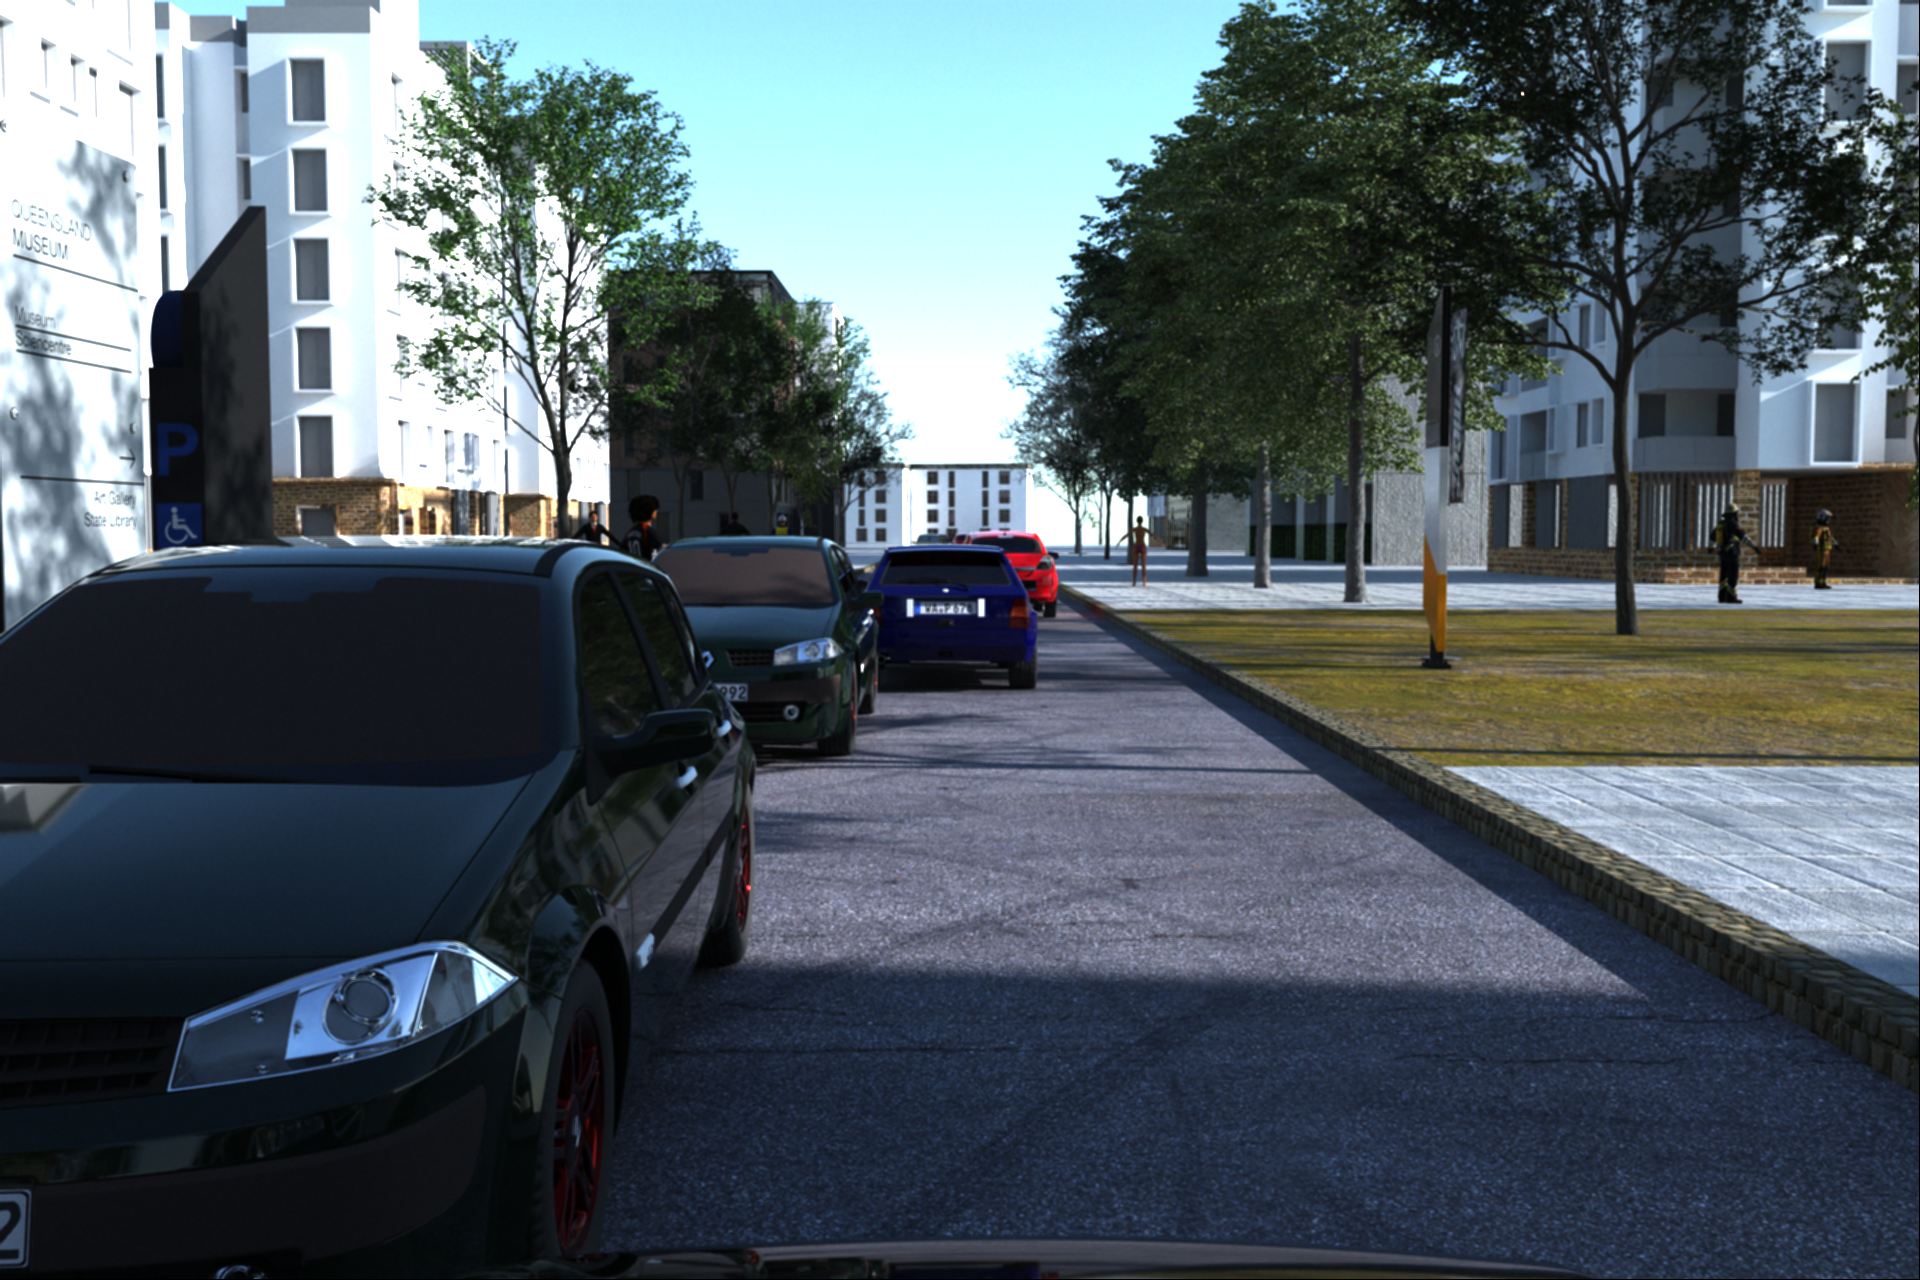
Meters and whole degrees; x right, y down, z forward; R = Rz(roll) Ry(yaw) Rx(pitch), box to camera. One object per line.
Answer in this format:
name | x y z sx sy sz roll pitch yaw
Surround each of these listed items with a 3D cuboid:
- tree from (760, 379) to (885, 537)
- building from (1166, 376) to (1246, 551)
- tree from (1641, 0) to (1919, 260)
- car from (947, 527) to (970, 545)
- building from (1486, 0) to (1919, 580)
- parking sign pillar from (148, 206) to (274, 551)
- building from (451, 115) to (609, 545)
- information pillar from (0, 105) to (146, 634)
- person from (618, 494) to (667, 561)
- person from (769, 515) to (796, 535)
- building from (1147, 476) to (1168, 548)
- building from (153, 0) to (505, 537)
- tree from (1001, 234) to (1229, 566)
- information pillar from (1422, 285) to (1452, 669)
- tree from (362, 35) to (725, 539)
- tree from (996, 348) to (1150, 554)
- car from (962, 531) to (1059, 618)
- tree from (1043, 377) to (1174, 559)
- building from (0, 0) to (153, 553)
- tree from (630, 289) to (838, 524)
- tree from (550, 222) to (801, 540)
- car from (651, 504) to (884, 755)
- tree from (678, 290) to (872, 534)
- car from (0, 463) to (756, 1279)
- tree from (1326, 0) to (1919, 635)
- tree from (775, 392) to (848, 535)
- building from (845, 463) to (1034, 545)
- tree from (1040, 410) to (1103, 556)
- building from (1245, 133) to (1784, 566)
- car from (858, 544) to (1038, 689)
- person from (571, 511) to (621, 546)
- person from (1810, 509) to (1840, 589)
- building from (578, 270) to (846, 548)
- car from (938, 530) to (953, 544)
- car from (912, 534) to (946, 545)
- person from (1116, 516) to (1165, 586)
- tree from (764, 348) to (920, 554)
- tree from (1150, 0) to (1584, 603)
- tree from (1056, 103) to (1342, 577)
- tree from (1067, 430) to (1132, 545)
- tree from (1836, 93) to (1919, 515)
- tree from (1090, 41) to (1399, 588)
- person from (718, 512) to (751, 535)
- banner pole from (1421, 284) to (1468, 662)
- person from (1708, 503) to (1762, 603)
tree | -8.121 -10.317 103.103 8.767 10.594 7.601 1 4 21
building | 26.875 -18.827 138.750 19.493 23.208 18.063 0 4 0
tree | 7.236 -4.591 9.481 8.767 10.594 7.601 3 5 40
car | 0.411 -4.840 88.169 2.155 1.783 4.494 0 4 0
building | 22.838 -12.237 56.497 16.016 20.090 11.380 0 4 0
parking sign pillar | -5.902 -1.543 13.694 1.447 3.967 1.447 0 3 0
building | -23.825 -13.658 79.730 16.016 20.090 11.380 0 4 1
information pillar | -5.319 -1.160 10.277 0.184 3.620 1.656 0 4 1
person | -3.145 -0.544 17.502 1.345 1.843 0.704 3 5 43
person | -4.556 -2.335 44.638 1.216 1.772 0.721 0 4 5
building | 23.583 -19.156 169.617 16.016 20.090 11.380 0 4 0
building | -23.456 -12.284 57.258 16.016 20.090 11.380 0 4 0
tree | 6.900 -9.811 70.780 12.009 13.543 11.850 0 3 0
information pillar | 4.568 -1.543 16.588 0.183 3.616 0.504 0 4 -2
tree | -8.523 -6.787 36.726 9.928 11.665 9.643 0 3 0
tree | 7.448 -12.278 111.119 12.009 13.543 11.850 0 3 0
car | 0.740 -1.351 31.137 2.155 1.783 4.494 0 4 -1
tree | 7.740 -9.357 87.406 7.601 10.594 8.767 -2 4 -28
building | -27.713 -10.980 35.943 16.016 20.090 11.380 0 4 1
tree | -8.200 -7.887 63.362 8.767 10.594 7.601 1 4 15
tree | -8.711 -7.235 52.707 8.767 10.594 7.601 0 4 6
car | -1.523 -0.163 12.450 2.009 1.686 4.222 0 4 0
tree | -7.819 -8.995 72.831 9.928 11.665 9.643 0 3 0
car | -1.550 0.329 4.411 2.009 1.686 4.222 0 4 0
tree | 8.207 -5.352 21.917 7.601 10.594 8.767 1 4 11
tree | -7.819 -8.437 88.309 4.737 8.622 4.395 0 3 0
building | -5.758 -15.898 204.539 28.070 9.664 9.099 1 4 10
tree | 7.052 -9.124 99.539 4.360 8.622 3.978 0 3 0
building | 25.018 -13.363 84.938 16.747 18.905 31.486 0 3 0
car | -0.172 -0.292 17.357 1.945 1.354 3.894 0 4 -1
person | -8.330 -2.034 39.436 1.347 1.806 0.705 -2 4 -24
person | 20.121 -2.115 40.346 1.354 1.858 0.705 -3 5 -42
building | -25.012 -18.756 150.634 27.936 21.610 32.646 0 4 0
car | -1.466 -6.472 115.597 2.009 1.686 4.222 0 4 0
car | -1.802 -5.593 101.662 2.015 1.641 3.980 0 4 0
person | 4.450 -2.202 42.812 1.217 1.733 0.721 1 4 11
tree | -7.766 -12.434 113.667 12.009 13.543 11.850 0 3 0
tree | 7.338 -6.948 31.731 7.486 12.596 7.792 0 3 0
tree | 7.166 -8.907 52.280 9.857 13.997 8.962 0 3 0
tree | 17.511 -21.443 206.478 12.611 20.169 13.585 0 3 0
tree | 15.381 -4.677 26.827 4.737 8.622 4.395 0 3 0
tree | 6.804 -7.502 40.786 7.486 12.596 7.792 0 3 0
person | -5.388 -2.162 41.569 1.346 1.802 0.704 1 4 9
banner pole | 4.900 -1.666 17.255 0.401 3.779 0.863 0 4 -1
person | 14.299 -1.611 32.124 0.705 1.856 1.354 -1 4 -16
